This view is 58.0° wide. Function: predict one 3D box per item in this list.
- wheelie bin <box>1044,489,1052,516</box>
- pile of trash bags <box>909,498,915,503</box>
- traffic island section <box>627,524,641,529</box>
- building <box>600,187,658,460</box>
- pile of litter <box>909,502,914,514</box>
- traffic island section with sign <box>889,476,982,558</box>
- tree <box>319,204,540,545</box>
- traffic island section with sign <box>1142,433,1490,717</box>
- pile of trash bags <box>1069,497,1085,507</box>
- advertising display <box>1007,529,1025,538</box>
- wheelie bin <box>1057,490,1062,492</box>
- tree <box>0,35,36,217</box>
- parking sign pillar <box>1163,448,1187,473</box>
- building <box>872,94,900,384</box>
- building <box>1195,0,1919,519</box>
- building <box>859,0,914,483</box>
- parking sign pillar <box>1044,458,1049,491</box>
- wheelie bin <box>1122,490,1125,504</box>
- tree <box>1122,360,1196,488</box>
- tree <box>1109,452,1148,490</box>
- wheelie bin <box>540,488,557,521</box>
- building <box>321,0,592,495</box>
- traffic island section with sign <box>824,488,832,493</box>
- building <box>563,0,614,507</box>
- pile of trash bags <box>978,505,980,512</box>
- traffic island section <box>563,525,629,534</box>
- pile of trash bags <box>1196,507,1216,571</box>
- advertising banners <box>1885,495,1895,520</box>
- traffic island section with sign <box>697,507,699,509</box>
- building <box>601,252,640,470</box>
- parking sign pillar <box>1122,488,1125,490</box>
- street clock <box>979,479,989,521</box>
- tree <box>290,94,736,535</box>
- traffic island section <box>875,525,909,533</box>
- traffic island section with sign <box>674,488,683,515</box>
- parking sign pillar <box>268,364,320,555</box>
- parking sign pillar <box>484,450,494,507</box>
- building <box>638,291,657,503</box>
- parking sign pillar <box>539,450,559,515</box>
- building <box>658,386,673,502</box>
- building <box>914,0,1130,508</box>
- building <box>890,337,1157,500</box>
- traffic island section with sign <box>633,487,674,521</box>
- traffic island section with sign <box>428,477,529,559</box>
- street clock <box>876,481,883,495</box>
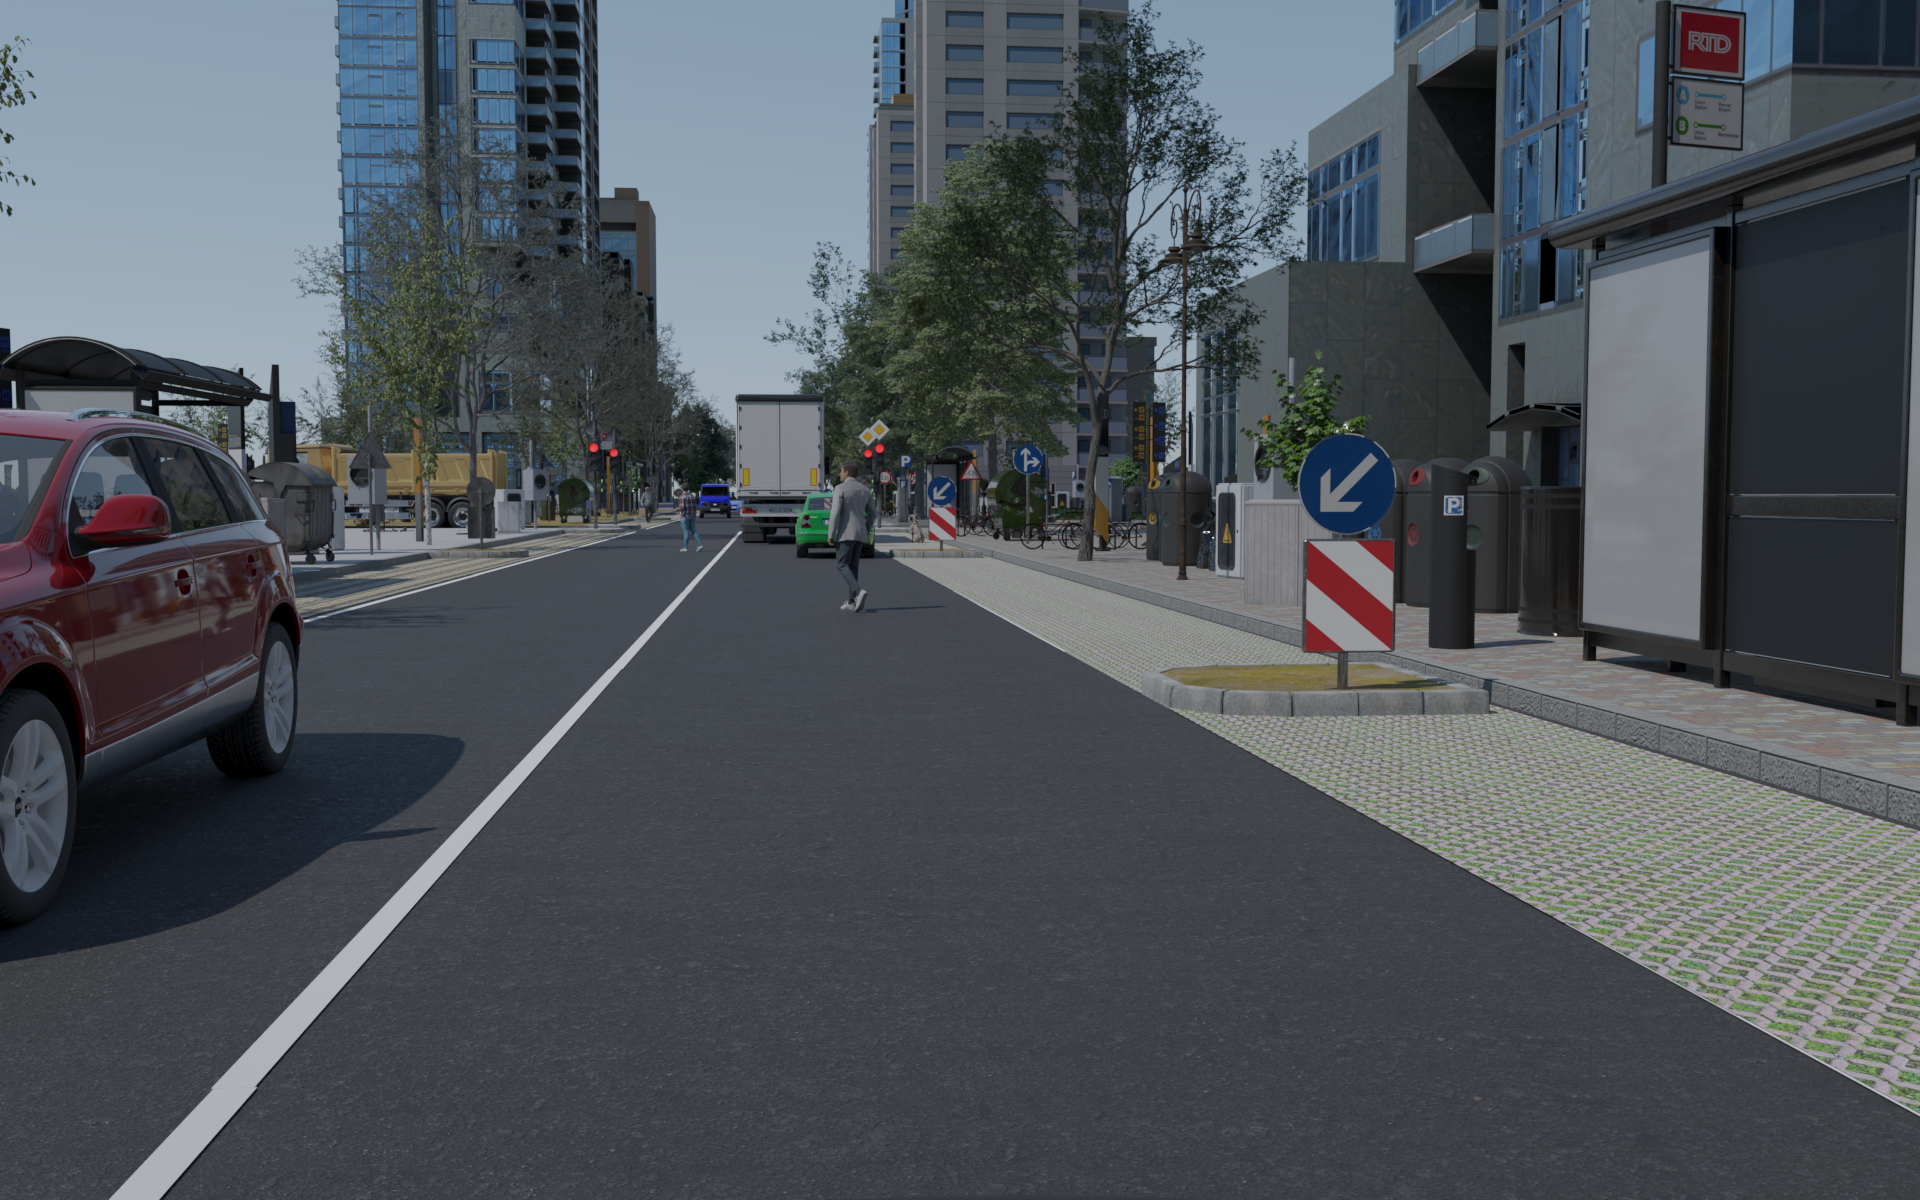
[{"bbox_3d":[5.092,-5.774,102.316,0.693,1.594,0.980,-1,4,-16],"label":"wheelie bin"},{"bbox_3d":[-4.575,-7.848,138.062,3.447,1.369,1.912,0,4,-3],"label":"pile of trash bags"},{"bbox_3d":[-14.338,-3.039,71.966,2.009,0.180,2.903,0,4,-6],"label":"traffic island section"},{"bbox_3d":[-52.240,-37.068,256.166,14.600,45.320,14.200,0,4,-6],"label":"building"},{"bbox_3d":[-2.958,-5.969,111.550,1.176,0.858,1.719,0,4,1],"label":"pile of litter"},{"bbox_3d":[-0.592,-1.880,39.369,1.989,1.847,2.006,0,4,-6],"label":"traffic island section with sign"},{"bbox_3d":[-13.573,-5.680,43.238,4.737,8.622,4.395,0,3,0],"label":"tree"},{"bbox_3d":[2.333,-0.208,12.025,1.989,1.847,2.006,0,4,-6],"label":"traffic island section with sign"},{"bbox_3d":[8.681,-6.818,121.228,1.912,1.369,3.447,-1,4,-19],"label":"pile of trash bags"},{"bbox_3d":[1.646,-2.763,50.384,0.123,1.923,0.974,2,4,35],"label":"advertising display"},{"bbox_3d":[7.579,-7.571,131.693,0.693,1.594,0.980,-1,4,-16],"label":"wheelie bin"},{"bbox_3d":[-11.317,-4.087,17.182,4.737,8.622,4.395,0,3,0],"label":"tree"},{"bbox_3d":[12.759,-6.831,100.163,1.447,3.967,1.447,1,4,20],"label":"parking sign pillar"},{"bbox_3d":[-2.669,-44.060,262.376,21.231,58.520,28.212,0,4,-6],"label":"building"},{"bbox_3d":[20.684,-44.591,41.728,22.319,86.520,31.000,0,4,-6],"label":"building"},{"bbox_3d":[-6.690,-59.865,291.470,22.319,86.520,31.000,0,4,-6],"label":"building"},{"bbox_3d":[6.263,-8.658,130.026,1.447,3.967,1.447,-1,4,-18],"label":"parking sign pillar"},{"bbox_3d":[12.140,-7.443,129.601,0.980,1.594,0.693,0,4,-1],"label":"wheelie bin"},{"bbox_3d":[10.949,-8.839,94.880,4.360,8.622,3.978,0,3,0],"label":"tree"},{"bbox_3d":[13.101,-9.190,133.973,4.285,4.588,4.351,0,3,0],"label":"tree"},{"bbox_3d":[-19.852,-4.624,83.508,0.693,1.594,0.980,-3,5,-43],"label":"wheelie bin"},{"bbox_3d":[-44.997,-51.724,158.355,22.319,86.520,31.000,0,4,-6],"label":"building"},{"bbox_3d":[-9.469,-6.958,122.387,1.989,1.847,2.006,0,4,-6],"label":"traffic island section with sign"},{"bbox_3d":[-47.069,-45.671,184.967,20.563,71.187,20.611,0,4,-6],"label":"building"},{"bbox_3d":[2.841,-7.238,128.096,1.912,1.369,3.447,2,4,31],"label":"pile of trash bags"},{"bbox_3d":[-13.490,-2.553,64.026,2.009,0.180,2.903,0,4,-6],"label":"traffic island section"},{"bbox_3d":[5.737,-1.199,29.361,3.447,1.369,1.912,1,4,9],"label":"pile of trash bags"},{"bbox_3d":[8.200,-1.106,14.266,0.090,3.025,2.074,0,4,-3],"label":"advertising banners"},{"bbox_3d":[-24.982,-9.959,171.461,1.989,1.847,2.006,0,4,-6],"label":"traffic island section with sign"},{"bbox_3d":[-45.880,-26.426,203.762,14.160,30.474,14.107,0,4,-6],"label":"building"},{"bbox_3d":[13.567,-9.129,137.728,1.447,3.967,1.447,-1,4,-9],"label":"parking sign pillar"},{"bbox_3d":[1.121,-4.690,81.257,0.358,2.002,0.471,-3,4,-36],"label":"street clock"},{"bbox_3d":[-15.433,-8.804,54.314,12.009,13.543,11.850,0,3,0],"label":"tree"},{"bbox_3d":[-3.007,-2.621,65.137,2.009,0.180,2.903,0,4,-6],"label":"traffic island section"},{"bbox_3d":[-19.589,-6.875,121.026,1.989,1.847,2.006,0,4,-6],"label":"traffic island section with sign"},{"bbox_3d":[-14.368,-2.950,36.697,1.447,3.967,1.447,-2,4,-26],"label":"parking sign pillar"},{"bbox_3d":[-29.125,-7.292,107.701,1.447,3.967,1.447,0,4,7],"label":"parking sign pillar"},{"bbox_3d":[-50.033,-28.804,242.647,14.160,30.474,14.107,0,4,-6],"label":"building"},{"bbox_3d":[-25.274,-7.188,106.001,1.447,3.967,1.447,1,4,8],"label":"parking sign pillar"},{"bbox_3d":[-60.926,-26.484,278.051,27.650,21.520,28.899,0,4,-6],"label":"building"},{"bbox_3d":[5.909,-38.624,173.498,21.231,58.520,28.212,0,4,-6],"label":"building"},{"bbox_3d":[6.329,-21.914,203.336,27.650,21.520,28.899,0,4,-6],"label":"building"},{"bbox_3d":[-16.707,-5.219,93.965,1.989,1.847,2.006,0,4,-6],"label":"traffic island section with sign"},{"bbox_3d":[-10.839,-1.867,39.158,1.989,1.847,2.006,0,4,-6],"label":"traffic island section with sign"},{"bbox_3d":[-4.455,-5.550,95.319,0.471,2.002,0.358,0,4,-1],"label":"street clock"}]
